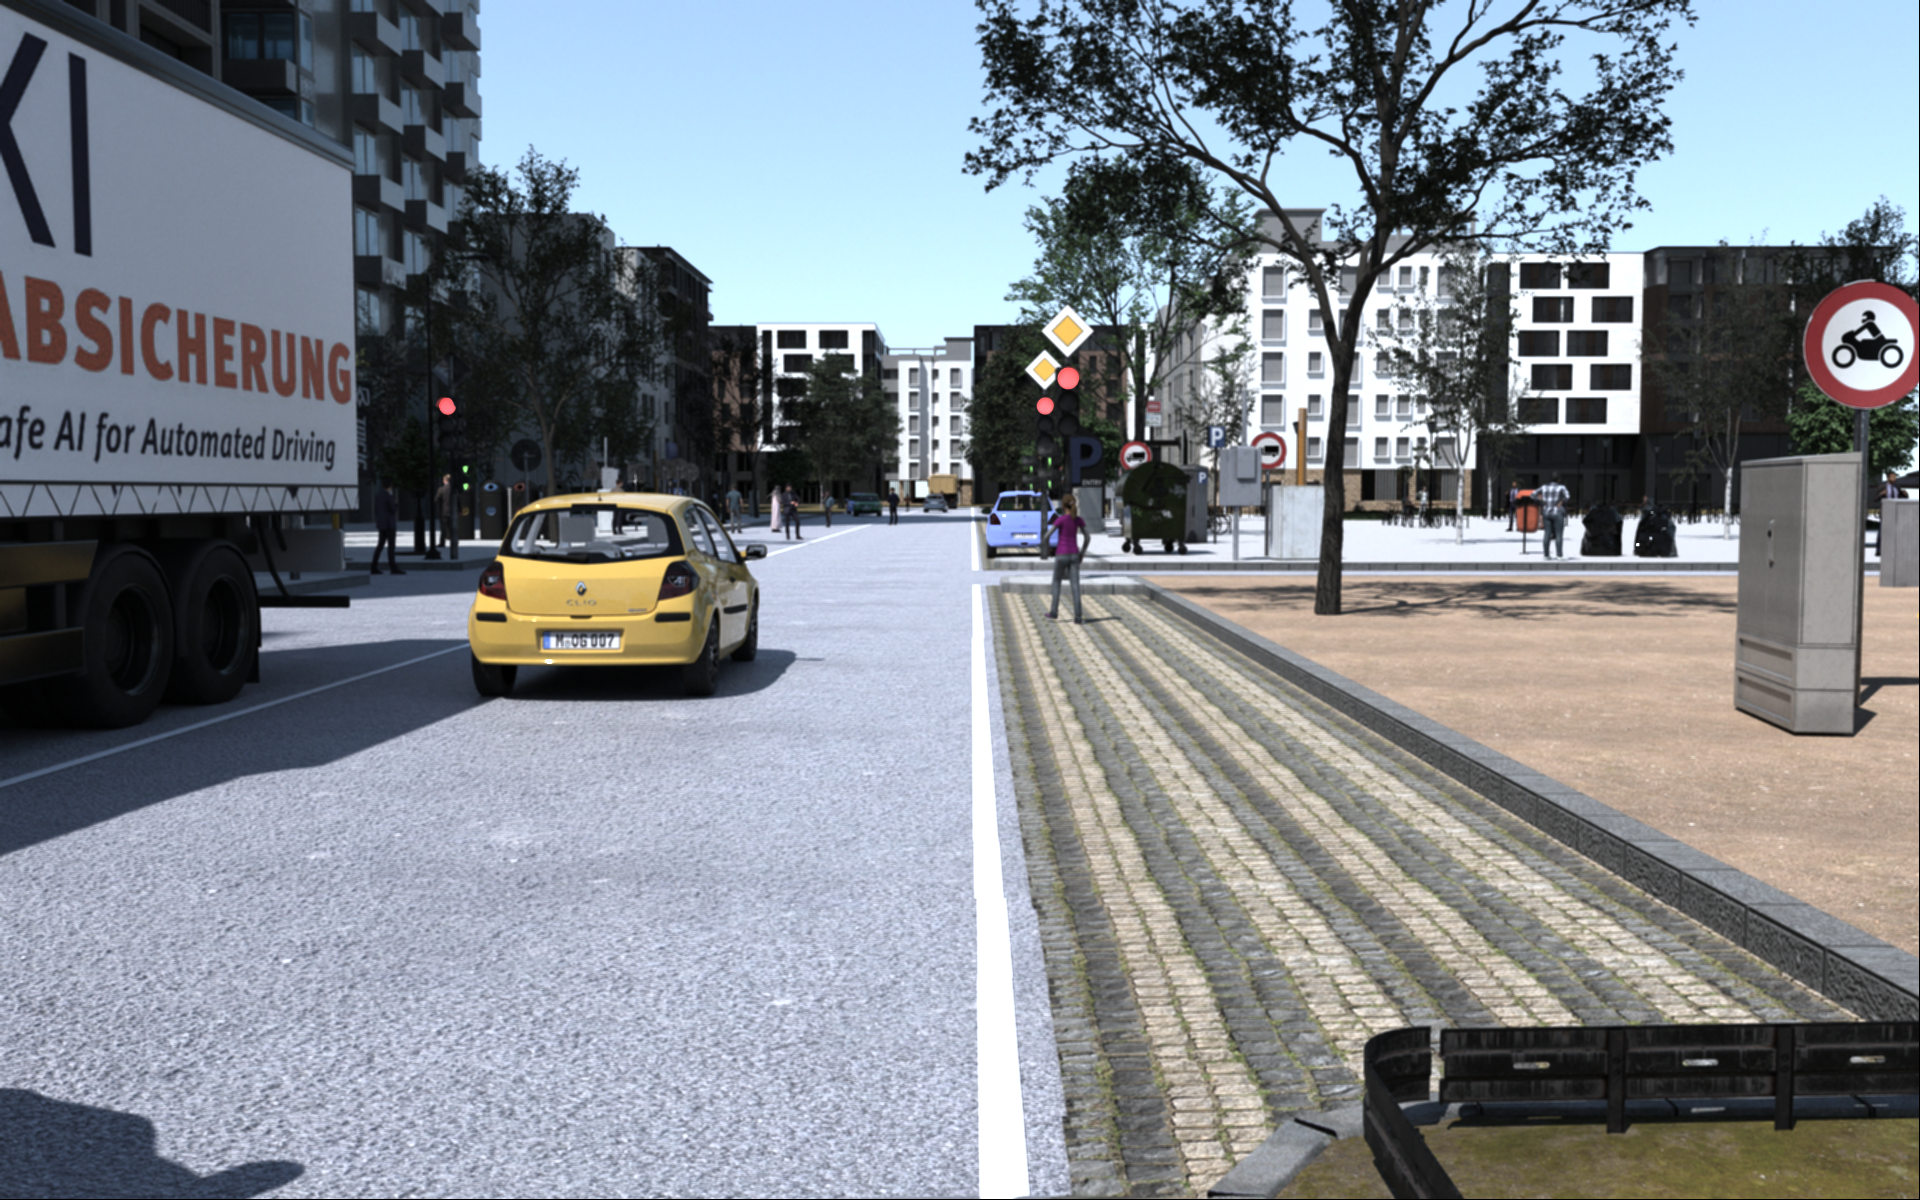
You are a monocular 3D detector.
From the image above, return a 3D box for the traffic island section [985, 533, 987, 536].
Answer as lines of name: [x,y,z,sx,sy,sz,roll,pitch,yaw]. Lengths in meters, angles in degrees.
traffic island section: [1.833,-2.200,58.838,1.991,0.108,1.994,0,4,0]

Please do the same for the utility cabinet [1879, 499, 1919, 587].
utility cabinet: [13.279,-0.784,23.982,1.020,1.237,0.306,-1,4,-14]

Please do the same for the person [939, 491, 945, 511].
person: [-1.685,-8.623,150.198,0.721,1.743,1.217,3,4,38]

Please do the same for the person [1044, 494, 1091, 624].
person: [1.118,-0.452,19.120,0.726,1.435,0.776,-1,4,-23]

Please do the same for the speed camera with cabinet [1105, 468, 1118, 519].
speed camera with cabinet: [8.040,-5.801,89.187,0.660,3.252,2.038,1,4,23]

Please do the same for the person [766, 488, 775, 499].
person: [-14.315,-7.726,133.157,1.217,1.735,0.721,-2,4,-31]

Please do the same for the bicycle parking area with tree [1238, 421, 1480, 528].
bicycle parking area with tree: [15.925,-4.977,68.369,8.231,4.147,9.016,1,4,19]

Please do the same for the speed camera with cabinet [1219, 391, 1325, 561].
speed camera with cabinet: [6.077,-2.399,33.560,2.038,3.252,0.660,-1,4,-12]

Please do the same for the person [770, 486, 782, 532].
person: [-6.877,-3.425,65.164,0.621,1.740,0.551,-3,5,-40]

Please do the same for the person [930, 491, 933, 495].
person: [-2.620,-9.206,159.746,1.217,1.735,0.721,1,4,21]

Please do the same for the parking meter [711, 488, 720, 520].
parking meter: [-11.085,-4.290,78.552,0.372,1.533,0.369,0,3,0]

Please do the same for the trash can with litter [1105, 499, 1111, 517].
trash can with litter: [8.240,-5.315,97.965,2.233,1.210,1.678,0,4,0]

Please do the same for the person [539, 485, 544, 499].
person: [-20.002,-4.654,82.858,0.841,1.734,0.376,0,4,-4]

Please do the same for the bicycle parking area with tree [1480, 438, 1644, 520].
bicycle parking area with tree: [30.390,-6.234,88.925,8.231,4.147,9.016,2,4,24]

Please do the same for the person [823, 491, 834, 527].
person: [-5.704,-3.941,75.142,0.429,1.552,0.499,-3,5,-42]

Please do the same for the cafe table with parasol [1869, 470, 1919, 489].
cafe table with parasol: [26.594,-2.629,47.847,2.610,1.966,2.610,3,4,38]

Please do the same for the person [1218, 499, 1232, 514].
person: [17.471,-6.515,112.500,1.348,1.831,0.705,1,4,16]

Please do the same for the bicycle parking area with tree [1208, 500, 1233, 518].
bicycle parking area with tree: [17.841,-6.604,94.978,8.231,4.147,9.016,3,4,39]

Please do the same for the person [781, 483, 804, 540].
person: [-5.256,-2.783,54.454,0.683,1.767,0.568,-2,4,-30]

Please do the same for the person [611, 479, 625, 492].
person: [-10.630,-2.940,54.641,0.750,1.759,0.617,-3,5,-45]

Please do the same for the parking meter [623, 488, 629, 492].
parking meter: [-13.686,-3.802,70.571,0.372,1.533,0.369,0,3,0]

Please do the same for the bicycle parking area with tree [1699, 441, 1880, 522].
bicycle parking area with tree: [45.764,-6.429,92.122,9.016,4.147,8.231,0,4,0]

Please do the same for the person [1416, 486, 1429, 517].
person: [25.875,-5.505,96.767,0.841,1.734,0.376,-1,4,-11]

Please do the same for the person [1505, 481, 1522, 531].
person: [19.006,-3.216,59.438,0.655,1.722,0.431,3,5,42]

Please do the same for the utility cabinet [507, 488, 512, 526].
utility cabinet: [-15.124,-3.039,58.373,0.318,1.500,1.173,-1,4,-14]

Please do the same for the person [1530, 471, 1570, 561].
person: [11.470,-1.635,33.493,0.376,1.734,0.841,-2,4,-35]

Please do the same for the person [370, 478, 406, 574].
person: [-10.213,-1.313,30.879,0.530,1.710,0.541,-3,5,-41]

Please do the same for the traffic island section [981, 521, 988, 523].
traffic island section: [2.031,-3.848,85.781,1.991,0.108,1.994,0,4,0]

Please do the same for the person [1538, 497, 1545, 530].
person: [20.721,-3.226,62.019,0.697,1.427,0.421,0,4,4]

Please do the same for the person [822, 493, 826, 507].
person: [-13.436,-9.881,170.824,0.421,1.427,0.697,0,4,8]

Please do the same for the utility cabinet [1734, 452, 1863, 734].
utility cabinet: [4.648,-0.061,9.680,0.318,1.500,1.173,1,4,10]

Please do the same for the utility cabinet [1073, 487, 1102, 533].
utility cabinet: [4.117,-2.903,56.140,0.318,1.500,1.173,3,5,42]

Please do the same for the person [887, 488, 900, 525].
person: [-3.165,-4.394,81.052,0.504,1.737,0.576,3,5,40]

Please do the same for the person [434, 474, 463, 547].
person: [-12.457,-2.162,41.942,0.434,1.755,0.990,3,4,36]

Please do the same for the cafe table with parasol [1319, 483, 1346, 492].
cafe table with parasol: [22.494,-6.228,106.701,2.610,1.966,2.610,-3,5,-43]

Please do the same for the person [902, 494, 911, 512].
person: [-4.313,-7.954,141.814,0.557,1.426,1.065,3,5,42]

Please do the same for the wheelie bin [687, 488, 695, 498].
wheelie bin: [-14.395,-5.118,91.592,0.693,1.594,0.980,0,4,-2]

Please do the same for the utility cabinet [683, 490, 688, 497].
utility cabinet: [-13.939,-4.824,87.547,0.318,1.500,1.173,-1,4,-13]

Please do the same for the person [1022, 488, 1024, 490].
person: [4.971,-7.590,130.656,0.721,1.766,1.217,1,4,12]

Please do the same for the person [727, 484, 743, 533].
person: [-8.224,-3.350,63.393,0.598,1.807,0.434,0,4,7]

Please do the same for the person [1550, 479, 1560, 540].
person: [16.783,-2.611,48.594,0.599,1.838,0.709,3,4,38]

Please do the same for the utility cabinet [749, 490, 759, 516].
utility cabinet: [-11.859,-5.556,99.526,0.318,1.500,1.173,1,4,8]

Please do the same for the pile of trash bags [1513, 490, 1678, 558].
pile of trash bags: [13.376,-1.633,36.449,3.447,1.369,1.912,2,4,34]

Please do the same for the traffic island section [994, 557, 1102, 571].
traffic island section: [1.668,-0.709,33.867,2.009,0.180,2.903,0,4,0]

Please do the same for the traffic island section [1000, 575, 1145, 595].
traffic island section: [1.613,-0.220,25.882,2.009,0.180,2.903,0,4,0]

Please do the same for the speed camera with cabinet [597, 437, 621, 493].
speed camera with cabinet: [-12.059,-3.989,59.558,0.660,3.252,2.038,0,4,-5]

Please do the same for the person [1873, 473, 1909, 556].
person: [19.163,-1.760,35.648,0.655,1.722,0.431,0,4,4]

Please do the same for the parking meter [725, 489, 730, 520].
parking meter: [-11.569,-4.733,85.790,0.372,1.533,0.369,0,3,0]
